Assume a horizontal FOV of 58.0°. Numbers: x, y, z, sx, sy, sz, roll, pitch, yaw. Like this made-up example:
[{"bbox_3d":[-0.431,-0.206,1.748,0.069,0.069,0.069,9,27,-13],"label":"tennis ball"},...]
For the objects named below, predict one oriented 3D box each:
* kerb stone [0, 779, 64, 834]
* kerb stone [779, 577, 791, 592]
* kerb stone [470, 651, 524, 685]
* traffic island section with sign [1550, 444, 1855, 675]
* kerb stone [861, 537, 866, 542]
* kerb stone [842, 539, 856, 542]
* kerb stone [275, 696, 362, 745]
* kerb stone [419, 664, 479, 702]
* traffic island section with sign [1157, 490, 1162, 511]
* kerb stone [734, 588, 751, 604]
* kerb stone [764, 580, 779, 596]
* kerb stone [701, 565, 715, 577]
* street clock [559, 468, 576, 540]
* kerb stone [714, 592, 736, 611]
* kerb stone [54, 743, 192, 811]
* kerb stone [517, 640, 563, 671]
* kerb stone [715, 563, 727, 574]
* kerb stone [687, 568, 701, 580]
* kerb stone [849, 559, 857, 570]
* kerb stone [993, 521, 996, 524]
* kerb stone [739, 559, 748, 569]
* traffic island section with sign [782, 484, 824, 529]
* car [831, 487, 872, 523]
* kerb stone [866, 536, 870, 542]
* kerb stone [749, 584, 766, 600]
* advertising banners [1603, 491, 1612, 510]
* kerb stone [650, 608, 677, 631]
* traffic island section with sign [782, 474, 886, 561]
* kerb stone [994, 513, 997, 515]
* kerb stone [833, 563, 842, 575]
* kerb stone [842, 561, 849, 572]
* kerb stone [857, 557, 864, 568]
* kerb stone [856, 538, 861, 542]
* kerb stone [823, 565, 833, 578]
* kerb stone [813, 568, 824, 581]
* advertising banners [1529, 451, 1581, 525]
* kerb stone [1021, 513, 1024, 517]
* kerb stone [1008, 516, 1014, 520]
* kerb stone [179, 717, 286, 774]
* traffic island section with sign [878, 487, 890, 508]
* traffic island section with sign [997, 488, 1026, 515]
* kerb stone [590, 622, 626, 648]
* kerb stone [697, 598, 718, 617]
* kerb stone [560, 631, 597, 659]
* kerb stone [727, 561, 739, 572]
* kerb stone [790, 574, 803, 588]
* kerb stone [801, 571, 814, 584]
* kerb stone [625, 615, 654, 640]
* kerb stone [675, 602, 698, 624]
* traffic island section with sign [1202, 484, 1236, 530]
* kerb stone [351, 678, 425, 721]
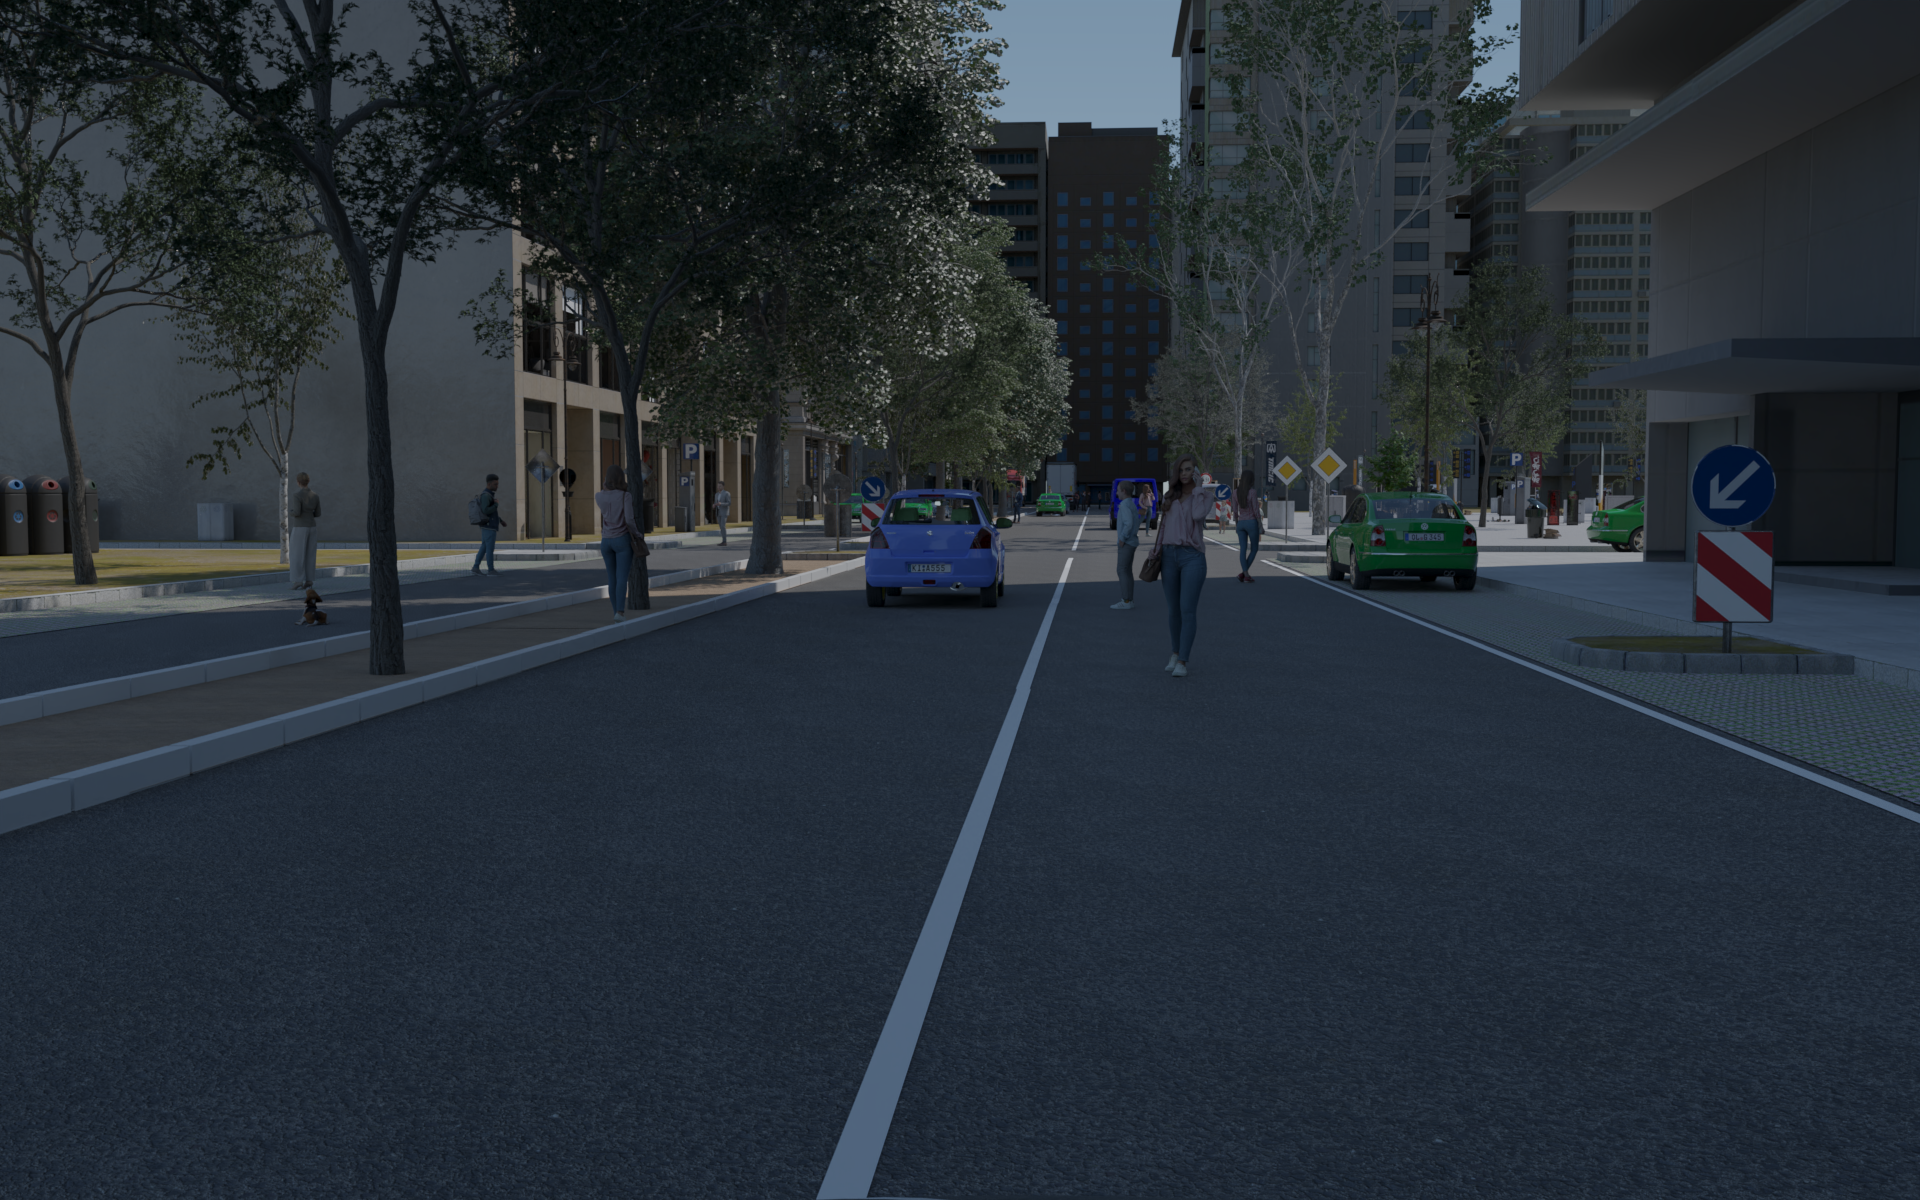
[{"bbox_3d":[-4.100,0.913,7.302,0.120,0.150,1.000,0,4,4],"label":"kerb stone"},{"bbox_3d":[-2.687,-0.208,25.689,0.120,0.150,1.000,0,4,4],"label":"kerb stone"},{"bbox_3d":[-3.624,0.536,13.432,0.120,0.150,1.000,0,4,4],"label":"kerb stone"},{"bbox_3d":[6.144,-0.369,14.657,1.989,1.847,2.006,0,4,4],"label":"traffic island section with sign"},{"bbox_3d":[-2.914,-1.692,49.929,0.120,0.150,1.000,0,4,4],"label":"kerb stone"},{"bbox_3d":[-3.073,-1.571,47.884,0.120,0.150,1.000,0,4,4],"label":"kerb stone"},{"bbox_3d":[-3.866,0.724,10.369,0.120,0.150,1.000,0,4,4],"label":"kerb stone"},{"bbox_3d":[-3.706,0.601,12.410,0.120,0.150,1.000,0,4,4],"label":"kerb stone"},{"bbox_3d":[16.323,-8.425,146.369,1.989,1.847,2.006,0,4,4],"label":"traffic island section with sign"},{"bbox_3d":[-2.923,-0.026,22.623,0.120,0.150,1.000,0,4,4],"label":"kerb stone"},{"bbox_3d":[-2.762,-0.150,24.670,0.120,0.150,1.000,0,4,4],"label":"kerb stone"},{"bbox_3d":[-4.460,-0.476,29.978,0.120,0.150,1.000,0,4,4],"label":"kerb stone"},{"bbox_3d":[-10.979,-2.688,48.514,0.471,2.002,0.358,-1,4,-15],"label":"street clock"},{"bbox_3d":[-2.991,0.039,21.604,0.120,0.150,1.000,0,4,4],"label":"kerb stone"},{"bbox_3d":[-4.019,0.849,8.320,0.120,0.150,1.000,0,4,4],"label":"kerb stone"},{"bbox_3d":[-3.551,0.474,14.451,0.120,0.150,1.000,0,4,4],"label":"kerb stone"},{"bbox_3d":[-4.380,-0.536,31.003,0.120,0.150,1.000,0,4,4],"label":"kerb stone"},{"bbox_3d":[-4.538,-0.413,28.959,0.120,0.150,1.000,0,4,4],"label":"kerb stone"},{"bbox_3d":[-2.128,-0.651,32.845,0.120,0.150,1.000,0,4,4],"label":"kerb stone"},{"bbox_3d":[1.780,-3.744,83.503,0.120,0.150,1.000,0,4,4],"label":"kerb stone"},{"bbox_3d":[-4.218,-0.662,33.050,0.120,0.150,1.000,0,4,4],"label":"kerb stone"},{"bbox_3d":[-6.385,-3.799,70.741,1.989,1.847,2.006,0,4,4],"label":"traffic island section with sign"},{"bbox_3d":[-5.393,-4.759,86.613,1.959,1.807,4.718,0,4,6],"label":"car"},{"bbox_3d":[-2.835,-1.759,50.956,0.120,0.150,1.000,0,4,4],"label":"kerb stone"},{"bbox_3d":[-2.844,-0.088,23.642,0.120,0.150,1.000,0,4,4],"label":"kerb stone"},{"bbox_3d":[29.268,-5.040,78.594,0.090,3.025,2.074,0,4,7],"label":"advertising banners"},{"bbox_3d":[-3.237,0.224,18.538,0.120,0.150,1.000,0,4,4],"label":"kerb stone"},{"bbox_3d":[-2.775,-1.827,38.013,2.006,1.907,1.989,0,4,4],"label":"traffic island section with sign"},{"bbox_3d":[2.462,-5.947,119.431,0.120,0.150,1.000,0,4,4],"label":"kerb stone"},{"bbox_3d":[-2.285,-0.526,30.801,0.120,0.150,1.000,0,4,4],"label":"kerb stone"},{"bbox_3d":[-2.209,-0.581,31.821,0.120,0.150,1.000,0,4,4],"label":"kerb stone"},{"bbox_3d":[-2.051,-0.706,33.870,0.120,0.150,1.000,0,4,4],"label":"kerb stone"},{"bbox_3d":[-2.994,-1.632,48.904,0.120,0.150,1.000,0,4,4],"label":"kerb stone"},{"bbox_3d":[-2.365,-0.464,29.781,0.120,0.150,1.000,0,4,4],"label":"kerb stone"},{"bbox_3d":[-2.440,-0.401,28.758,0.120,0.150,1.000,0,4,4],"label":"kerb stone"},{"bbox_3d":[24.345,-4.570,70.905,2.074,3.025,0.090,1,4,10],"label":"advertising banners"},{"bbox_3d":[3.831,-5.374,110.086,0.120,0.150,1.000,0,4,4],"label":"kerb stone"},{"bbox_3d":[2.968,-4.682,98.852,0.120,0.150,1.000,0,4,4],"label":"kerb stone"},{"bbox_3d":[-3.944,0.787,9.350,0.120,0.150,1.000,0,4,4],"label":"kerb stone"},{"bbox_3d":[-4.291,-5.455,97.813,1.989,1.847,2.006,0,4,4],"label":"traffic island section with sign"},{"bbox_3d":[3.585,-6.861,120.314,2.006,1.907,1.989,0,4,4],"label":"traffic island section with sign"},{"bbox_3d":[-3.397,0.349,16.493,0.120,0.150,1.000,0,4,4],"label":"kerb stone"},{"bbox_3d":[-3.079,0.106,20.576,0.120,0.150,1.000,0,4,4],"label":"kerb stone"},{"bbox_3d":[-3.473,0.416,15.474,0.120,0.150,1.000,0,4,4],"label":"kerb stone"},{"bbox_3d":[-4.298,-0.601,32.021,0.120,0.150,1.000,0,4,4],"label":"kerb stone"},{"bbox_3d":[-2.606,-0.274,26.718,0.120,0.150,1.000,0,4,4],"label":"kerb stone"},{"bbox_3d":[-2.524,-0.339,27.739,0.120,0.150,1.000,0,4,4],"label":"kerb stone"},{"bbox_3d":[-3.308,0.286,17.518,0.120,0.150,1.000,0,4,4],"label":"kerb stone"},{"bbox_3d":[-3.156,0.161,19.557,0.120,0.150,1.000,0,4,4],"label":"kerb stone"},{"bbox_3d":[10.383,-3.719,69.441,1.989,1.847,2.006,0,4,4],"label":"traffic island section with sign"},{"bbox_3d":[-3.788,0.661,11.388,0.120,0.150,1.000,0,4,4],"label":"kerb stone"}]
